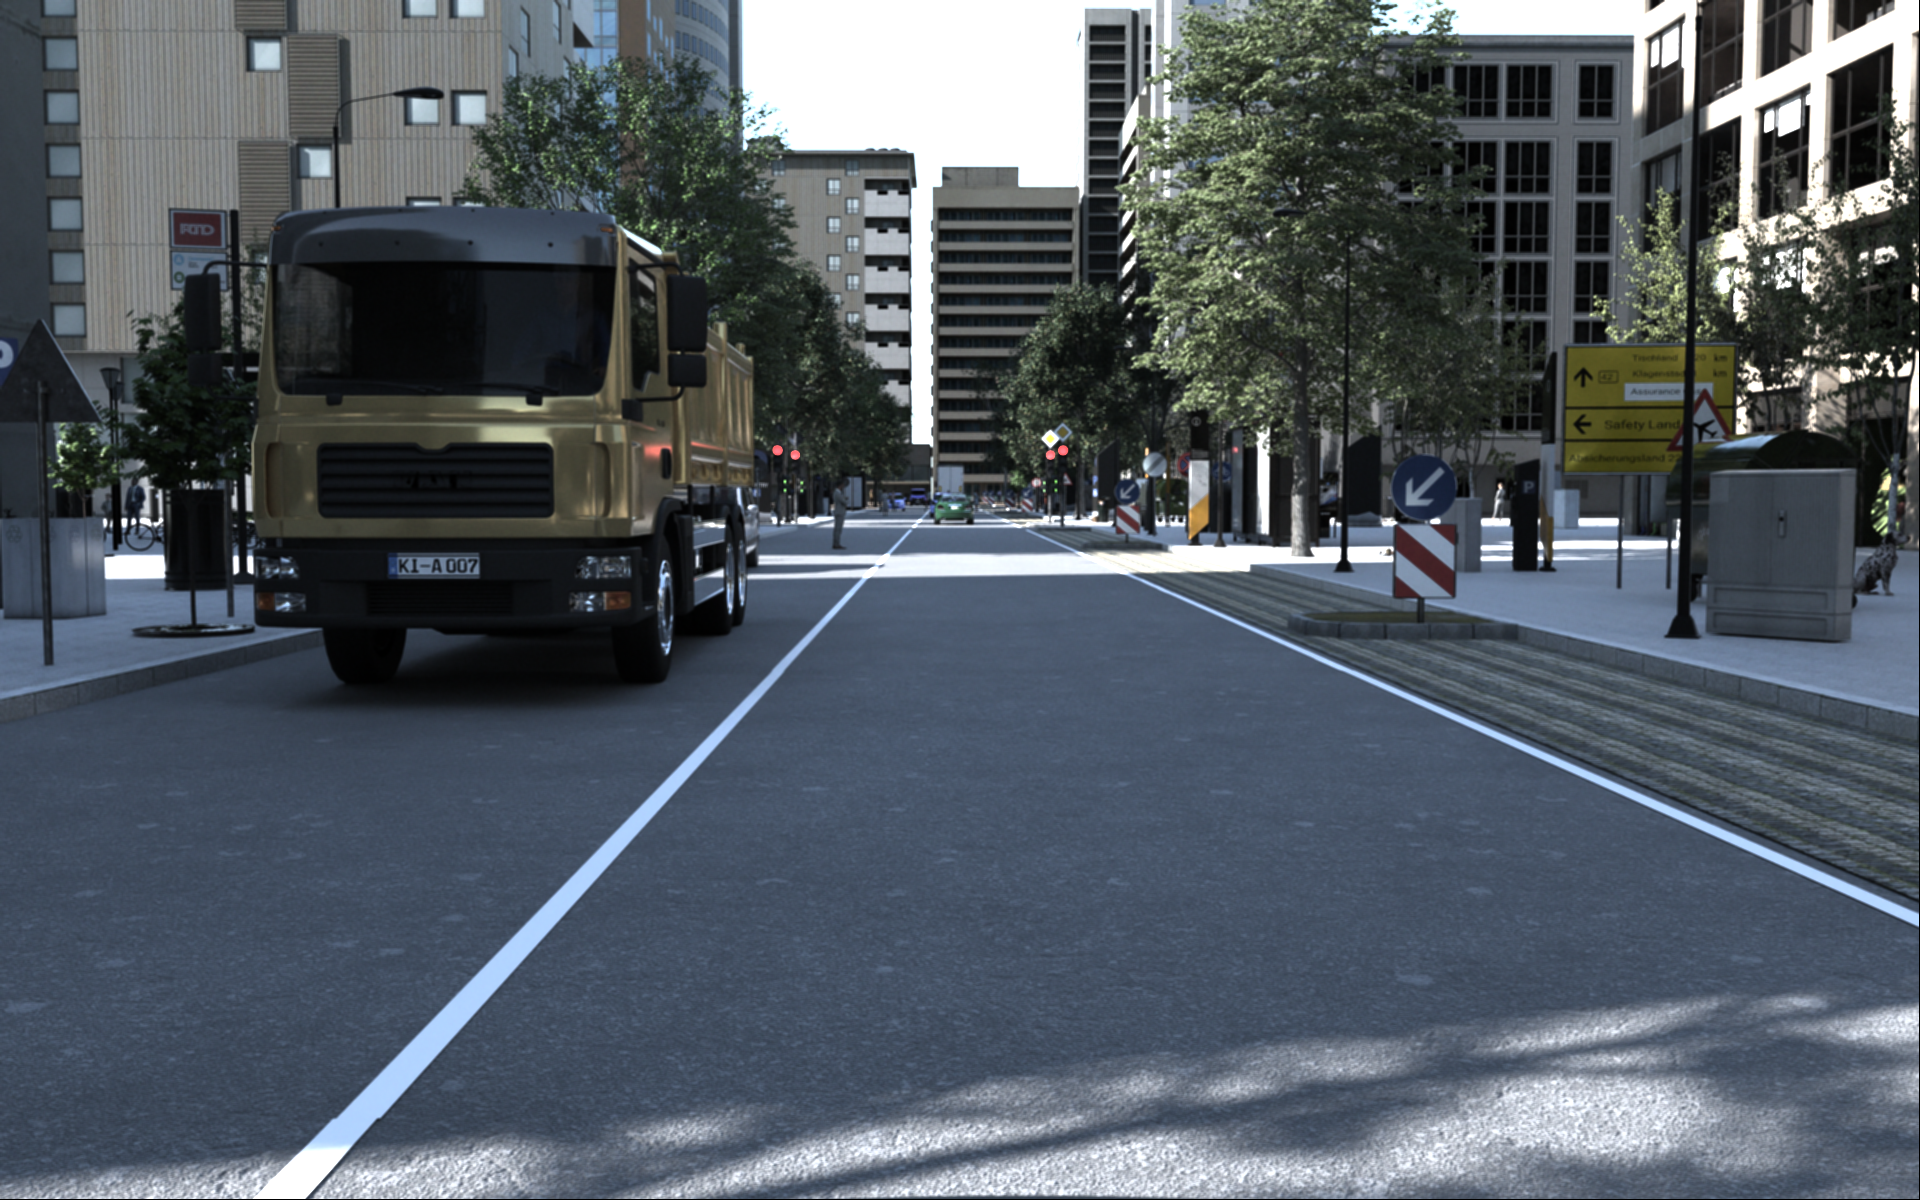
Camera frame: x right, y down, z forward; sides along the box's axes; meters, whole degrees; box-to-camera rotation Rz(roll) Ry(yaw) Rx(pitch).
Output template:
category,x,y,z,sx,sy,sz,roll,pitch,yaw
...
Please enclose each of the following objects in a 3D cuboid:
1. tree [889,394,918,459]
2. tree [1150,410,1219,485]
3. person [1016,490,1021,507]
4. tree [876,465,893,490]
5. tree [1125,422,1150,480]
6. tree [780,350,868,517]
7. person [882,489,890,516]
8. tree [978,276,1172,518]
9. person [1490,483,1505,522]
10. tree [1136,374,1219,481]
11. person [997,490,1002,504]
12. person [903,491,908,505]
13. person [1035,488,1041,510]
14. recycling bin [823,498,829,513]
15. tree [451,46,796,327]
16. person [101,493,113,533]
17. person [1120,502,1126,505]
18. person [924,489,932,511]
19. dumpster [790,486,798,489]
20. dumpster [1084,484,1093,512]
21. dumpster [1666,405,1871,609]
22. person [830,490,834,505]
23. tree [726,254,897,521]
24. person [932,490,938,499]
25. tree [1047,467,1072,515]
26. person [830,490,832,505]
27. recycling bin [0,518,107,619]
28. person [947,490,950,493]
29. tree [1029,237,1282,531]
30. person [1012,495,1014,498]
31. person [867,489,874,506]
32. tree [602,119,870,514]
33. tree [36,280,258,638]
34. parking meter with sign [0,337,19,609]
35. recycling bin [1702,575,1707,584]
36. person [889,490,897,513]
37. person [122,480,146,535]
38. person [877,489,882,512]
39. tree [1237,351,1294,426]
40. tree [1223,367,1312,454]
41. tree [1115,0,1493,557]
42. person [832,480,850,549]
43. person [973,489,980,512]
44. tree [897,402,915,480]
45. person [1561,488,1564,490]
category,x,y,z,sx,sy,sz,roll,pitch,yaw
tree,-8.666,-11.993,121.842,9.928,11.665,9.643,0,3,0
tree,16.183,-10.151,116.330,4.737,8.622,4.395,0,3,0
person,5.565,-9.790,166.832,0.721,1.743,1.217,1,4,11
tree,-8.571,-14.188,182.332,4.737,8.622,4.395,0,3,0
tree,16.003,-11.859,144.249,4.737,8.622,4.395,0,3,0
tree,-8.482,-9.835,95.212,7.601,10.594,8.767,3,5,41
person,-4.774,-6.273,111.631,0.480,1.755,0.524,1,4,17
tree,6.378,-10.643,91.028,9.611,12.733,9.660,0,3,0
person,24.625,-4.467,79.347,0.573,1.790,0.520,2,4,35
tree,12.823,-9.097,99.102,4.360,8.622,3.978,0,3,0
person,5.017,-13.186,221.499,0.709,1.838,0.599,-1,4,-11
person,-7.073,-13.374,227.296,1.348,1.807,0.705,2,4,26
person,6.410,-8.334,142.637,0.599,1.781,0.374,-1,4,-15
recycling bin,-9.633,-6.618,120.752,0.722,1.027,0.722,-3,5,-40
tree,-7.946,-6.983,39.921,9.928,11.665,9.643,0,3,0
person,-27.801,-2.831,56.608,0.640,1.303,0.475,3,4,37
person,13.110,-8.200,140.206,0.694,1.812,0.767,0,4,5
person,-2.603,-8.361,145.040,0.795,1.843,0.661,-3,4,-37
dumpster,-11.115,-6.757,116.230,1.264,1.857,1.865,0,4,0
dumpster,7.823,-6.061,104.849,1.264,1.857,1.865,0,4,0
dumpster,9.198,-1.057,19.779,1.502,2.255,1.985,0,4,-1
person,-15.115,-11.990,202.601,0.750,1.759,0.617,-1,4,-17
tree,-8.320,-10.086,81.906,9.611,12.733,9.660,0,3,0
person,-2.062,-8.461,147.181,0.601,1.785,0.444,3,5,41
tree,5.714,-6.760,105.125,1.663,3.219,1.824,0,3,0
person,-15.165,-12.071,204.110,1.217,1.736,0.721,2,4,34
recycling bin,-9.456,-0.338,18.083,0.722,1.027,0.722,0,4,7
person,-0.934,-8.516,148.138,0.834,1.777,0.661,-1,4,-19
tree,6.613,-7.677,59.929,8.767,10.594,7.601,-1,4,-11
person,5.743,-10.934,188.040,0.421,1.427,0.697,3,5,41
person,-9.781,-11.352,191.749,1.348,1.812,0.705,-2,4,-28
tree,-7.993,-8.259,53.154,7.486,12.596,7.792,0,3,0
tree,-7.115,-1.292,15.731,1.663,3.219,1.824,0,3,0
parking meter with sign,-11.427,-1.428,19.603,1.738,3.016,0.543,2,4,27
recycling bin,10.953,-0.762,25.017,0.722,1.027,0.722,3,4,37
person,-5.085,-7.571,132.868,0.643,1.750,0.593,-2,4,-24
person,-26.009,-2.954,54.525,0.721,1.800,0.419,0,4,1
person,-6.370,-7.814,136.438,0.526,1.800,0.537,2,4,34
tree,15.202,-8.195,84.357,4.360,8.622,3.978,0,3,0
tree,16.616,-8.688,92.417,4.737,8.622,4.395,0,3,0
tree,6.765,-7.117,34.498,7.486,12.596,7.792,0,3,0
person,-3.097,-2.239,45.282,0.466,1.800,0.511,-2,4,-28
person,1.353,-7.907,137.879,0.616,1.811,0.778,-1,4,-16
tree,-8.654,-14.634,156.274,9.611,12.733,9.660,0,3,0
person,27.309,-4.432,78.851,0.601,1.785,0.444,3,4,38
